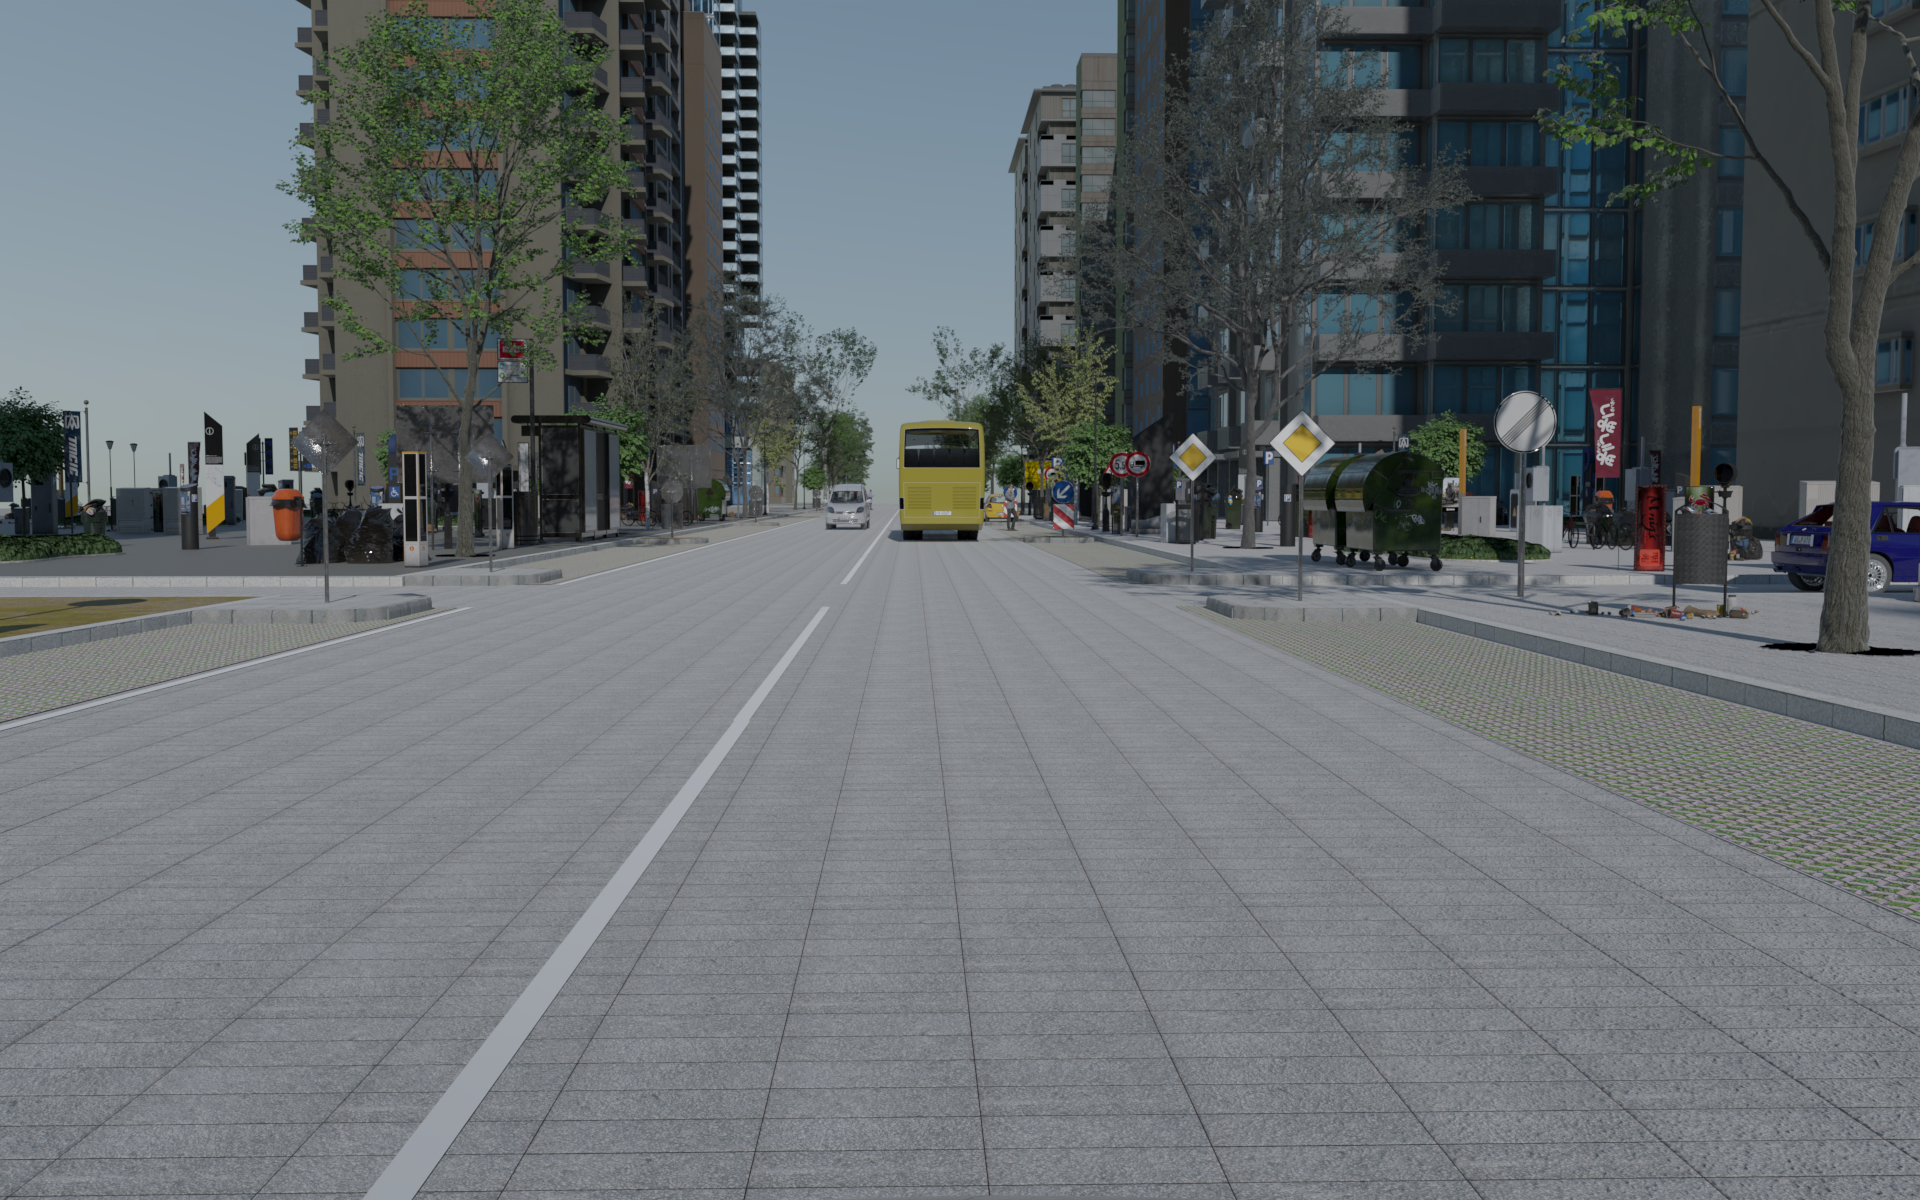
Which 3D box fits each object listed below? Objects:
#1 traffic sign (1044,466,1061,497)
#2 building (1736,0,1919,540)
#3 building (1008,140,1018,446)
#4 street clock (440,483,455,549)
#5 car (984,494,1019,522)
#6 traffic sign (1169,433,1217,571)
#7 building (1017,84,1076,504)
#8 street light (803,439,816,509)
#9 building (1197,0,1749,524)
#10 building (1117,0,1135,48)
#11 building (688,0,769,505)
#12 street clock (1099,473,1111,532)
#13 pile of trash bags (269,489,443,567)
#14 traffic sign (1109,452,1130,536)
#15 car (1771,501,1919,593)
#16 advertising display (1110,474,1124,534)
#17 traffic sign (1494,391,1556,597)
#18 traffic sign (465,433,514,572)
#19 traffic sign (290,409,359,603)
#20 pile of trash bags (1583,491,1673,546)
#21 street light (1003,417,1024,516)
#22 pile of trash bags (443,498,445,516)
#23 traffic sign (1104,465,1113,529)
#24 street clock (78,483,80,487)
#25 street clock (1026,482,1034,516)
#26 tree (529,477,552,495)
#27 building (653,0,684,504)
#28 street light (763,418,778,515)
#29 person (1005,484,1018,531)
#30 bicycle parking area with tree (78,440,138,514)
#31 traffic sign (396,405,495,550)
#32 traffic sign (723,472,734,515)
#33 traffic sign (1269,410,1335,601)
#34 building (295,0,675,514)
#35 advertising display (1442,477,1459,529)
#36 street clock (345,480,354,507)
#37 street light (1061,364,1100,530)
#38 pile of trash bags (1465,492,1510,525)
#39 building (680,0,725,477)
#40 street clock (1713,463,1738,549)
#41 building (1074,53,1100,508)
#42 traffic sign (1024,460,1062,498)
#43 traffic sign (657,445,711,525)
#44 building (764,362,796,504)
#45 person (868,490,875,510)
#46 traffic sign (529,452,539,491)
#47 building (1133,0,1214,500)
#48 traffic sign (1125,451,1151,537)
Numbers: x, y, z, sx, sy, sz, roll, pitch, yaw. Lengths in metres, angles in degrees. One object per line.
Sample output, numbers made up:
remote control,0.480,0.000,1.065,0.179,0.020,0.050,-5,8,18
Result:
traffic sign,4.251,-4.860,79.573,0.768,2.556,0.104,0,4,4
building,33.325,-25.784,45.267,21.600,48.544,21.300,0,4,-2
building,21.981,-40.388,249.579,28.713,52.752,27.495,0,4,-2
street clock,-11.975,-2.196,40.480,0.358,2.002,0.471,-1,4,-18
car,2.051,-4.796,88.639,2.015,1.641,3.980,0,4,-2
traffic sign,3.845,-1.531,28.674,0.795,2.450,0.064,0,4,-2
building,22.882,-38.652,221.196,28.713,52.752,27.495,0,4,-2
street light,-12.584,-10.600,145.849,1.470,5.913,1.316,0,4,-2
building,24.584,-28.646,87.968,23.786,49.044,30.456,0,4,-2
building,18.188,-27.073,126.231,14.154,41.232,14.086,0,4,-2
building,-34.023,-54.758,207.971,22.319,86.520,31.000,0,4,-2
street clock,4.957,-3.315,58.767,0.471,2.002,0.358,-2,4,-29
pile of trash bags,-11.474,-1.366,32.086,1.912,1.369,3.447,1,4,17
traffic sign,4.912,-3.210,52.589,0.768,2.556,0.104,0,4,7
car,13.963,-0.762,25.034,3.894,1.354,1.945,0,4,-3
advertising display,5.035,-3.074,55.475,0.123,1.923,0.974,-1,4,-14
traffic sign,6.979,-1.308,21.484,0.768,2.556,0.104,0,4,1
traffic sign,-7.695,-1.512,28.369,0.795,2.450,0.064,0,4,-2
traffic sign,-7.469,-1.024,20.387,0.795,2.450,0.064,0,4,-2
pile of trash bags,16.864,-2.106,44.190,1.912,1.369,3.447,0,4,1
street light,3.148,-8.009,103.480,1.470,5.913,1.316,0,4,-2
pile of trash bags,-28.953,-5.243,95.471,1.912,1.369,3.447,-1,4,-11
traffic sign,5.575,-3.876,63.376,0.884,2.594,0.081,0,4,1
street clock,-44.694,-5.068,87.433,0.471,2.002,0.358,-2,4,-29
street clock,4.157,-6.036,103.254,0.471,2.002,0.358,0,4,7
tree,-18.546,-5.131,78.492,1.663,3.219,1.824,0,3,0
building,-31.371,-42.977,140.933,20.563,71.187,20.611,0,4,-2
street light,-11.281,-8.096,104.907,1.470,5.913,1.316,0,4,-2
person,1.990,-3.561,66.898,0.473,1.802,0.592,3,5,40
bicycle parking area with tree,-46.211,-6.624,95.301,9.016,4.147,8.231,0,4,1
traffic sign,-11.768,-2.798,39.621,2.265,3.308,0.079,0,4,2
traffic sign,-13.720,-6.233,101.917,0.884,2.594,0.081,0,4,6
traffic sign,4.071,-1.043,20.692,0.795,2.450,0.064,0,4,-2
building,-31.470,-28.261,116.687,22.147,44.769,28.867,0,4,-2
advertising display,18.137,-3.605,64.162,0.974,1.923,0.123,-2,4,-24
street clock,-30.864,-5.083,87.679,0.358,2.002,0.471,2,4,32
street light,4.319,-5.479,62.121,1.470,5.913,1.316,0,4,-2
pile of trash bags,21.336,-3.750,71.070,1.912,1.369,3.447,2,4,34
building,-29.458,-31.138,159.209,14.600,45.320,14.200,0,4,-2
street clock,17.791,-2.185,40.294,0.358,2.002,0.471,-3,5,-44
building,17.801,-29.422,164.636,14.154,41.232,14.086,0,4,-2
traffic sign,5.002,-6.753,104.283,2.265,3.308,0.079,0,4,1
traffic sign,-11.430,-4.765,71.781,2.265,3.308,0.079,0,4,3
building,-37.559,-24.156,239.986,27.650,21.520,28.899,0,4,-2
person,-7.987,-9.045,156.259,0.599,1.838,0.709,-3,5,-42
traffic sign,-12.901,-3.221,52.761,0.768,2.556,0.104,0,4,1
building,19.032,-28.234,111.731,14.600,45.320,14.200,0,4,-2
traffic sign,5.240,-3.123,51.173,0.768,2.556,0.104,0,4,-1
